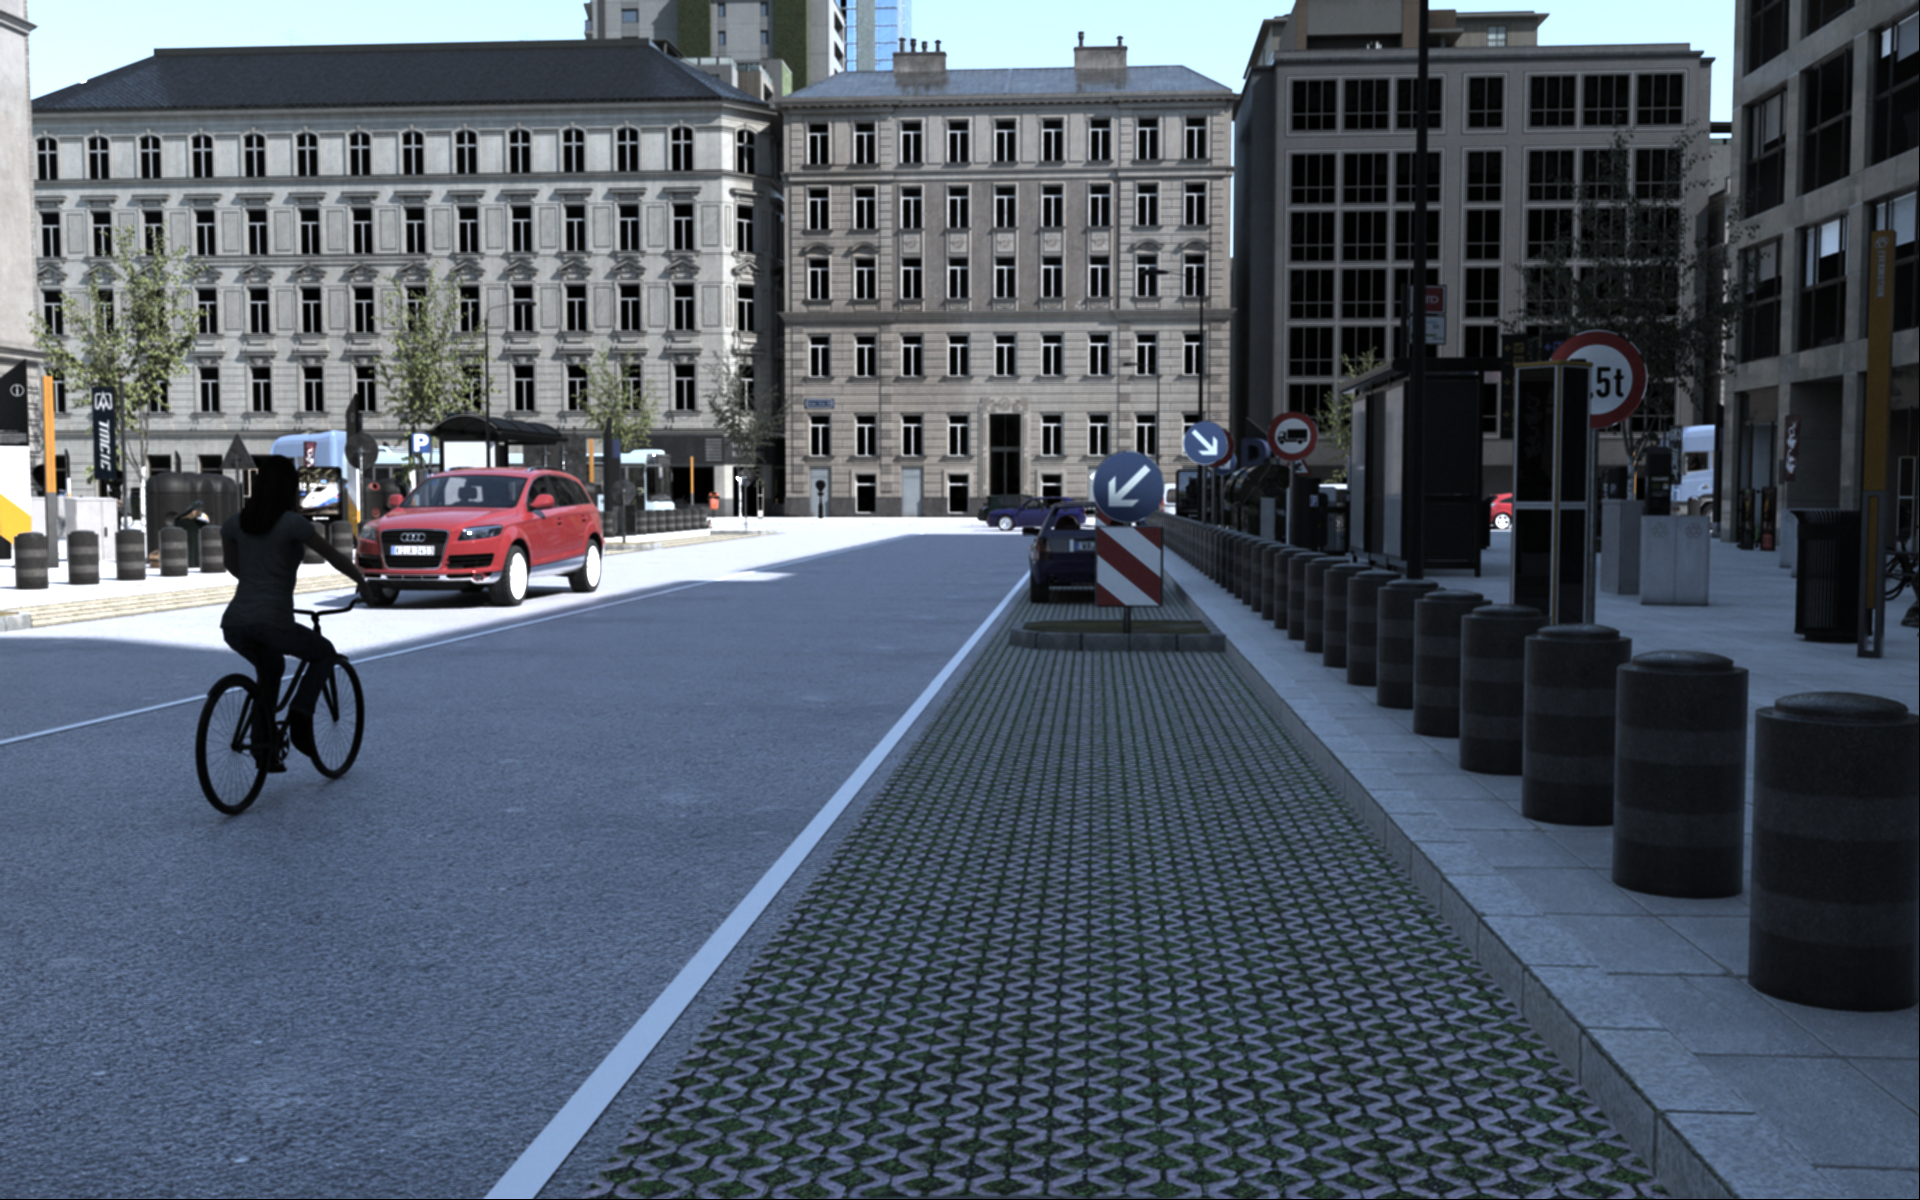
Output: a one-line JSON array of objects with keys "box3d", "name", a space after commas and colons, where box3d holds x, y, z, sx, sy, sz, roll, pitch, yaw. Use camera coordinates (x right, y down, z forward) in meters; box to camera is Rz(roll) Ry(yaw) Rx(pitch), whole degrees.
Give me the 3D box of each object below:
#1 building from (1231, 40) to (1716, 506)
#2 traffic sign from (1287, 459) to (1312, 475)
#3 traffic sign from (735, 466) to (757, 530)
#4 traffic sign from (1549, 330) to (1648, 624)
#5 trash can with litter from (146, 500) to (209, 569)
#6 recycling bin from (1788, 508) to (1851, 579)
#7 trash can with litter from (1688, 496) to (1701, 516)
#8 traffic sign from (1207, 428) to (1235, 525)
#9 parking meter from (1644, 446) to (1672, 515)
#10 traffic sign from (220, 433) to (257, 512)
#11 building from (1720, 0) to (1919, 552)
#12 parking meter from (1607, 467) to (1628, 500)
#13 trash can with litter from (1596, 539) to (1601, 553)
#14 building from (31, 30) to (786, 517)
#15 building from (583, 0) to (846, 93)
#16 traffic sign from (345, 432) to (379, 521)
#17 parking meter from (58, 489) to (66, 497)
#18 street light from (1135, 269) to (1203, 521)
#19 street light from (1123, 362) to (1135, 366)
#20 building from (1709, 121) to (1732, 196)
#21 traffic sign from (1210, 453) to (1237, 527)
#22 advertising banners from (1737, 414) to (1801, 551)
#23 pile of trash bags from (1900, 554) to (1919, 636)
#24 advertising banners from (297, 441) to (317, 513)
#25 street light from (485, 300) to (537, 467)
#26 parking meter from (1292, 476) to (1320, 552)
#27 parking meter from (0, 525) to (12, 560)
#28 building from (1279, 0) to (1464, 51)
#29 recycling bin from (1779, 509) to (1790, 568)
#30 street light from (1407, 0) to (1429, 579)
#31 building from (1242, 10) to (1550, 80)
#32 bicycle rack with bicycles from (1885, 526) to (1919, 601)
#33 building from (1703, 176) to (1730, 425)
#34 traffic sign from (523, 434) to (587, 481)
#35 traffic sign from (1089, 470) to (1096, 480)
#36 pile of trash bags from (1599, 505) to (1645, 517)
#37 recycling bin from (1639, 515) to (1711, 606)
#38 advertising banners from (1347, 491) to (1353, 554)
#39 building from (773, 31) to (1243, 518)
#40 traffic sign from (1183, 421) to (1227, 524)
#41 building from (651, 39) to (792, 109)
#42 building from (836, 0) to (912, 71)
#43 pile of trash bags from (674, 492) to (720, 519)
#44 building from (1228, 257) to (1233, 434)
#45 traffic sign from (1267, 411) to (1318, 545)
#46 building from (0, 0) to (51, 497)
[{"box3d": [27.867, -18.590, 97.448, 24.014, 27.812, 14.314, 0, 4, 4], "name": "building"}, {"box3d": [9.602, -3.024, 49.449, 0.884, 2.594, 0.081, 0, 4, 5], "name": "traffic sign"}, {"box3d": [-7.724, -3.601, 62.516, 0.795, 2.450, 0.064, 0, 4, 4], "name": "traffic sign"}, {"box3d": [4.945, -0.822, 13.547, 0.768, 2.556, 0.104, 1, 4, 9], "name": "traffic sign"}, {"box3d": [-13.596, -1.139, 30.017, 1.055, 1.170, 0.624, -2, 4, -29], "name": "trash can with litter"}, {"box3d": [13.207, -0.857, 26.565, 0.722, 1.027, 0.722, 2, 4, 34], "name": "recycling bin"}, {"box3d": [46.348, -6.056, 110.072, 2.233, 1.210, 1.678, 2, 4, 28], "name": "trash can with litter"}, {"box3d": [4.787, -1.991, 32.656, 0.768, 2.556, 0.104, 1, 4, 12], "name": "traffic sign"}, {"box3d": [8.493, -0.941, 21.100, 0.255, 1.863, 0.399, 1, 4, 14], "name": "parking meter"}, {"box3d": [-15.428, -2.263, 37.008, 0.884, 2.594, 0.081, 1, 4, 13], "name": "traffic sign"}, {"box3d": [28.634, -13.667, 27.970, 19.350, 26.468, 34.151, 0, 4, 4], "name": "building"}, {"box3d": [14.143, -1.930, 37.266, 0.255, 1.863, 0.399, -1, 4, -16], "name": "parking meter"}, {"box3d": [13.917, -1.652, 38.404, 0.624, 1.170, 1.055, -3, 5, -45], "name": "trash can with litter"}, {"box3d": [-31.471, -20.018, 103.713, 44.131, 29.872, 17.030, 0, 4, 4], "name": "building"}, {"box3d": [-27.656, -40.170, 198.773, 28.212, 58.520, 21.231, 0, 4, 4], "name": "building"}, {"box3d": [-12.356, -2.180, 35.755, 0.768, 2.556, 0.104, 1, 4, 12], "name": "traffic sign"}, {"box3d": [-48.277, -5.184, 93.171, 0.372, 1.533, 0.369, 0, 3, 0], "name": "parking meter"}, {"box3d": [4.435, -3.873, 35.870, 1.470, 5.913, 1.316, 0, 4, 4], "name": "street light"}, {"box3d": [6.433, -5.415, 61.080, 1.470, 5.913, 1.316, 0, 4, 4], "name": "street light"}, {"box3d": [82.141, -31.145, 192.812, 14.086, 41.232, 14.154, 0, 4, 4], "name": "building"}, {"box3d": [7.146, -2.880, 47.202, 0.768, 2.556, 0.104, 1, 4, 9], "name": "traffic sign"}, {"box3d": [18.240, -2.622, 39.061, 0.090, 3.025, 2.074, -1, 4, -10], "name": "advertising banners"}, {"box3d": [9.475, -0.337, 15.261, 1.912, 1.369, 3.447, 2, 4, 25], "name": "pile of trash bags"}, {"box3d": [-22.036, -3.730, 57.175, 0.090, 3.025, 2.074, 2, 4, 28], "name": "advertising banners"}, {"box3d": [-10.851, -4.232, 41.735, 1.470, 5.913, 1.316, 0, 4, 4], "name": "street light"}, {"box3d": [4.888, -0.985, 24.523, 0.372, 1.533, 0.369, 0, 3, 0], "name": "parking meter"}, {"box3d": [-18.865, -1.566, 34.022, 0.372, 1.533, 0.369, 0, 3, 0], "name": "parking meter"}, {"box3d": [35.999, -30.868, 154.803, 14.600, 45.320, 14.200, 0, 4, 4], "name": "building"}, {"box3d": [14.726, -1.069, 30.040, 0.722, 1.027, 0.722, -3, 5, -43], "name": "recycling bin"}, {"box3d": [2.492, -2.380, 11.451, 1.470, 5.913, 1.316, 0, 4, 4], "name": "street light"}, {"box3d": [46.265, -36.690, 189.113, 28.713, 52.752, 27.495, 0, 4, 4], "name": "building"}, {"box3d": [11.851, -0.445, 20.655, 2.852, 0.926, 2.925, -1, 4, -20], "name": "bicycle rack with bicycles"}, {"box3d": [51.804, -15.513, 95.439, 24.055, 21.916, 13.314, 0, 4, 4], "name": "building"}, {"box3d": [-13.868, -3.999, 59.255, 2.265, 3.308, 0.079, 1, 4, 9], "name": "traffic sign"}, {"box3d": [4.980, -3.539, 61.505, 0.795, 2.450, 0.064, 0, 4, 4], "name": "traffic sign"}, {"box3d": [20.701, -2.675, 53.491, 3.447, 1.369, 1.912, -2, 4, -34], "name": "pile of trash bags"}, {"box3d": [8.333, -0.468, 20.210, 0.722, 1.027, 0.722, 1, 4, 20], "name": "recycling bin"}, {"box3d": [9.002, -2.452, 36.272, 0.090, 3.025, 2.074, -3, 5, -42], "name": "advertising banners"}, {"box3d": [2.879, -18.456, 99.020, 25.104, 27.353, 12.463, 0, 4, 4], "name": "building"}, {"box3d": [4.274, -1.843, 30.242, 0.768, 2.556, 0.104, 1, 4, 8], "name": "traffic sign"}, {"box3d": [-23.415, -29.057, 158.669, 14.154, 41.232, 14.086, 0, 4, 4], "name": "building"}, {"box3d": [-18.742, -58.160, 263.584, 31.000, 86.520, 22.319, 0, 4, 4], "name": "building"}, {"box3d": [-14.040, -4.832, 88.752, 3.447, 1.369, 1.912, -1, 4, -14], "name": "pile of trash bags"}, {"box3d": [47.245, -35.018, 264.420, 23.993, 40.220, 32.217, 0, 4, 4], "name": "building"}, {"box3d": [5.103, -1.621, 26.616, 0.768, 2.556, 0.104, 1, 4, 14], "name": "traffic sign"}, {"box3d": [-36.462, -12.763, 44.827, 21.152, 22.565, 11.583, 0, 4, 4], "name": "building"}]
